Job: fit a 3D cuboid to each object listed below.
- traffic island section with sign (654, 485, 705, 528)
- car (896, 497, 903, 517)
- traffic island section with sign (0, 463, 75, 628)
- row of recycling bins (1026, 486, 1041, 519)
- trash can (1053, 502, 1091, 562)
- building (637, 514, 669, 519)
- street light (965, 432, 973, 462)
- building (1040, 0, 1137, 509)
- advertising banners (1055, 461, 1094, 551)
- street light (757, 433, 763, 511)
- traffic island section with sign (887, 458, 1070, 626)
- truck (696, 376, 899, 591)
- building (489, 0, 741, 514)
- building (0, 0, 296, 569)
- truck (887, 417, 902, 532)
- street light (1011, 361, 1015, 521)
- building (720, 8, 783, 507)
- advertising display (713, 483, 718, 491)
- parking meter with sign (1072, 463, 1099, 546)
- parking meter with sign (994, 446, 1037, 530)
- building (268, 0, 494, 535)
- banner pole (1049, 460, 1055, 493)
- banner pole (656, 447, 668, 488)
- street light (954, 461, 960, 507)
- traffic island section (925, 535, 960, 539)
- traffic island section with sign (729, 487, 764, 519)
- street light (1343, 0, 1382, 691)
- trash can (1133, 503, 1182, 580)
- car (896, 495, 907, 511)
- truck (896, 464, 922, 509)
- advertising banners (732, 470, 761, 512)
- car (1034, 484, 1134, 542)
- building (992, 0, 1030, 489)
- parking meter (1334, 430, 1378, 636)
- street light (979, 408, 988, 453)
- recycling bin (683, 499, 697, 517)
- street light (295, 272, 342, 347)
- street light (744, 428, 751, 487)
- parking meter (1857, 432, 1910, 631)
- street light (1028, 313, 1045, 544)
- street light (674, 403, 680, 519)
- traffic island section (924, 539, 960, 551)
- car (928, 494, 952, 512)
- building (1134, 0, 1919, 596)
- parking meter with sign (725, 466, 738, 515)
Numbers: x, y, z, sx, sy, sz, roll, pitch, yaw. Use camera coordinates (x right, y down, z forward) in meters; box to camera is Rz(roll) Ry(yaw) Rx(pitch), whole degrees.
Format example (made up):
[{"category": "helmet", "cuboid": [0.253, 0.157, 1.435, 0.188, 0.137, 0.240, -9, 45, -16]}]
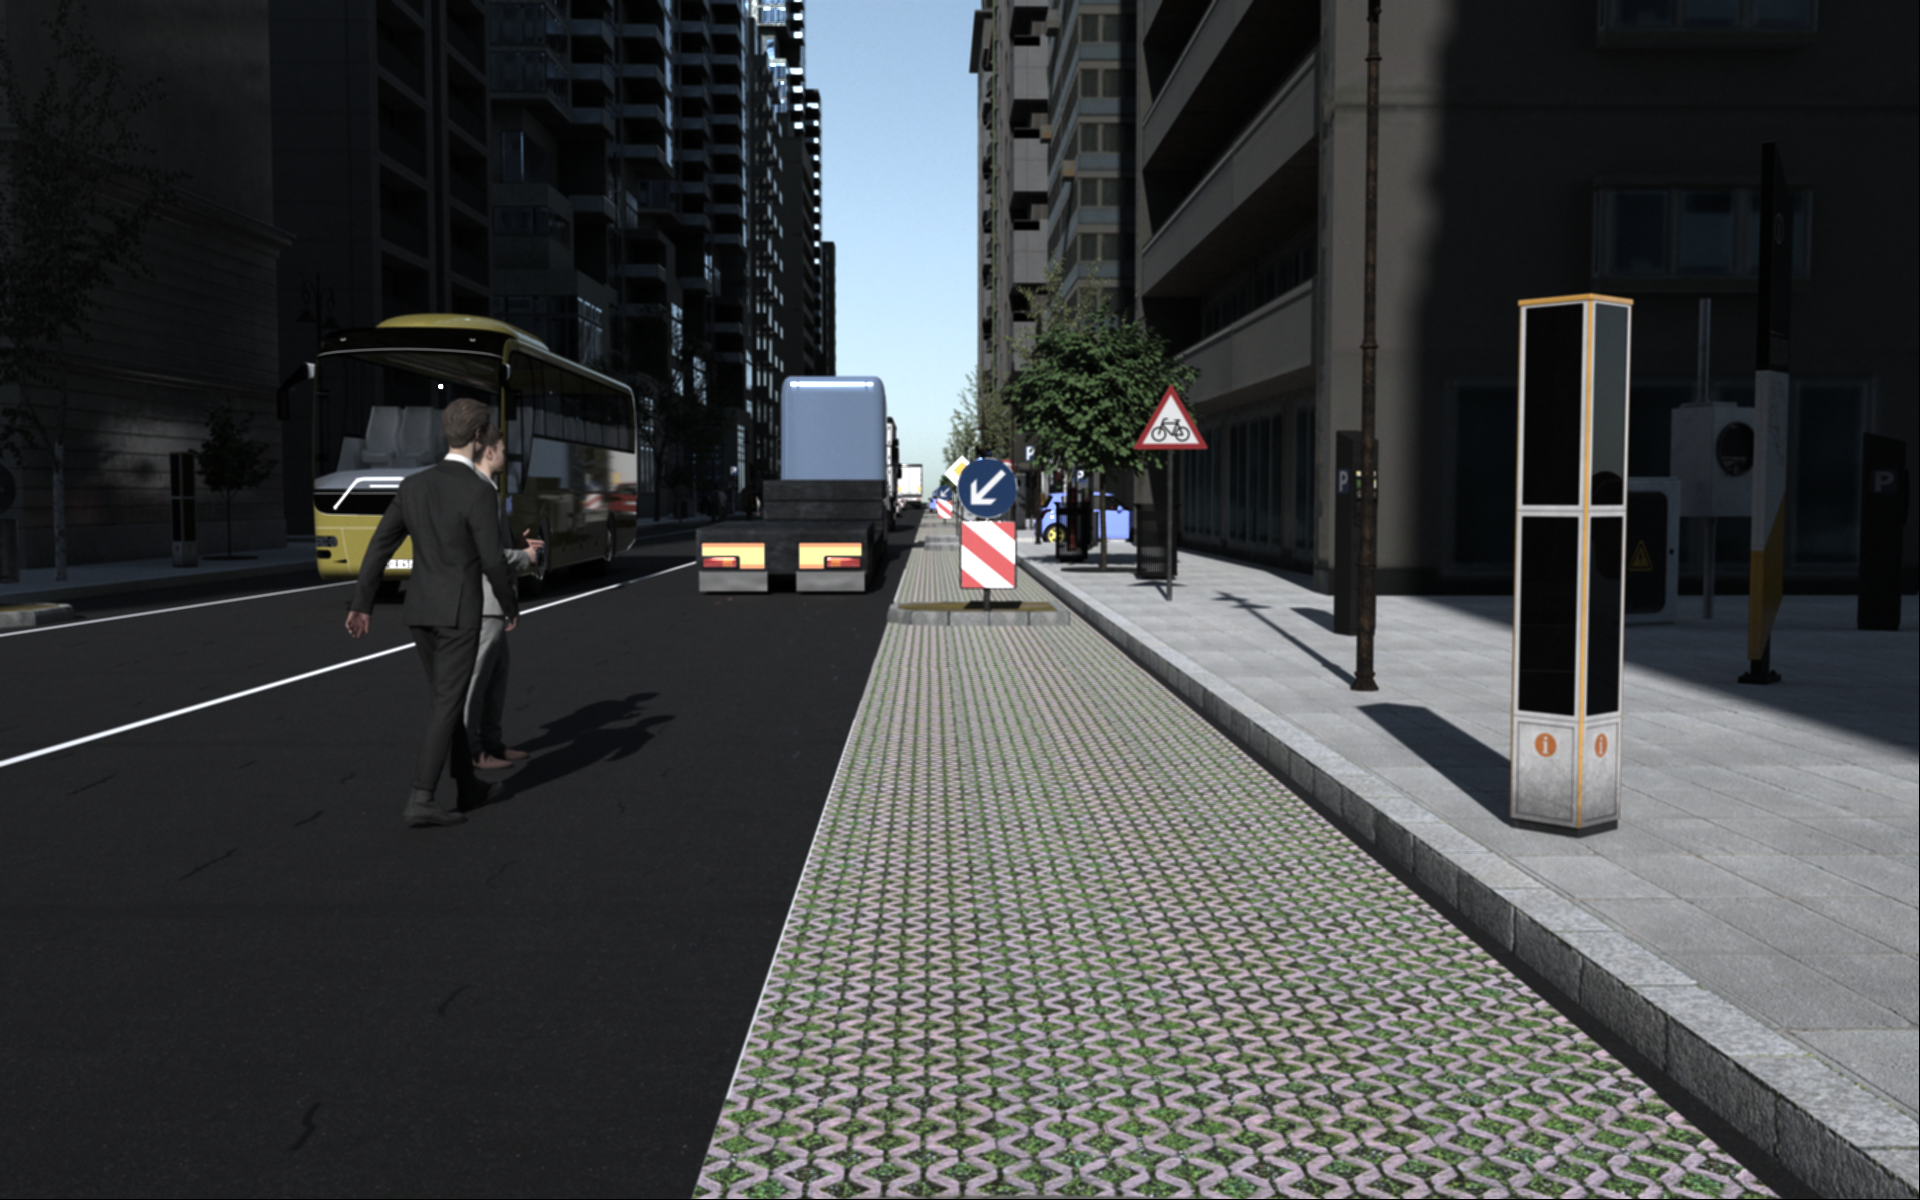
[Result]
[{"category": "traffic island section with sign", "cuboid": [-12.030, -4.031, 74.543, 1.989, 1.847, 2.006, 0, 4, -1]}, {"category": "car", "cuboid": [-4.583, -5.829, 107.658, 2.083, 1.381, 4.827, 0, 4, 0]}, {"category": "traffic island section with sign", "cuboid": [-11.086, -0.649, 19.243, 1.989, 1.847, 2.006, 0, 4, -1]}, {"category": "row of recycling bins", "cuboid": [2.848, -5.070, 90.004, 3.534, 1.692, 1.069, 1, 4, 18]}, {"category": "trash can", "cuboid": [2.111, -1.286, 32.686, 0.748, 1.137, 0.748, 0, 3, 0]}, {"category": "building", "cuboid": [-28.264, -48.359, 103.335, 22.319, 86.520, 31.000, 0, 4, -1]}, {"category": "street light", "cuboid": [0.828, -9.387, 126.262, 0.468, 5.910, 1.993, 0, 4, -1]}, {"category": "building", "cuboid": [15.797, -23.156, 70.490, 23.993, 40.220, 32.217, 0, 4, -1]}, {"category": "advertising banners", "cuboid": [2.534, -2.613, 38.916, 0.090, 3.025, 2.074, 2, 4, 29]}, {"category": "street light", "cuboid": [-14.909, -9.564, 129.157, 0.468, 5.910, 1.993, 0, 4, -1]}, {"category": "traffic island section with sign", "cuboid": [0.180, -0.672, 19.616, 1.989, 1.847, 2.006, 0, 4, -1]}, {"category": "truck", "cuboid": [-2.755, -2.690, 33.748, 2.967, 4.110, 18.799, 0, 4, -1]}, {"category": "building", "cuboid": [-27.935, -50.659, 140.954, 22.319, 86.520, 31.000, 0, 4, -1]}, {"category": "building", "cuboid": [-32.927, -13.219, 35.217, 34.723, 24.649, 14.460, 0, 4, -1]}, {"category": "truck", "cuboid": [-3.784, -4.868, 68.508, 2.839, 4.237, 11.283, 0, 4, -1]}, {"category": "street light", "cuboid": [1.831, -5.342, 60.126, 0.468, 5.910, 1.993, 0, 4, -1]}, {"category": "building", "cuboid": [-29.569, -33.865, 173.302, 23.786, 49.044, 30.456, 0, 4, -1]}, {"category": "advertising display", "cuboid": [-14.723, -6.073, 104.506, 0.123, 1.923, 0.974, -1, 4, -19]}, {"category": "parking meter with sign", "cuboid": [2.987, -2.787, 41.832, 0.543, 3.016, 1.738, 1, 4, 16]}, {"category": "parking meter with sign", "cuboid": [1.957, -4.022, 62.019, 1.738, 3.016, 0.543, -3, 5, -42]}, {"category": "building", "cuboid": [-26.332, -38.155, 62.091, 20.563, 71.187, 20.611, 0, 4, -1]}, {"category": "banner pole", "cuboid": [5.074, -6.601, 97.944, 0.863, 3.779, 0.401, 1, 4, 14]}, {"category": "banner pole", "cuboid": [-15.819, -6.220, 91.711, 0.863, 3.779, 0.401, -3, 5, -43]}, {"category": "street light", "cuboid": [-0.068, -12.118, 170.910, 0.468, 5.910, 1.993, 0, 4, -1]}, {"category": "traffic island section", "cuboid": [-0.058, -1.862, 52.727, 2.009, 0.180, 2.903, 0, 4, -1]}, {"category": "traffic island section with sign", "cuboid": [-12.473, -5.680, 101.494, 1.989, 1.847, 2.006, 0, 4, -1]}, {"category": "street light", "cuboid": [2.651, -2.348, 11.171, 0.468, 5.910, 1.993, 0, 4, -1]}, {"category": "trash can", "cuboid": [2.959, -0.878, 26.006, 0.748, 1.137, 0.748, 0, 3, 0]}, {"category": "car", "cuboid": [-5.641, -8.452, 150.558, 2.083, 1.381, 4.827, 0, 4, 1]}, {"category": "truck", "cuboid": [-5.013, -11.016, 169.018, 2.839, 4.237, 11.283, 0, 4, -2]}, {"category": "advertising banners", "cuboid": [-15.240, -7.775, 123.308, 2.074, 3.025, 0.090, 0, 4, 0]}, {"category": "car", "cuboid": [3.900, -2.363, 48.221, 3.694, 1.707, 1.945, 0, 4, -1]}, {"category": "building", "cuboid": [9.539, -27.785, 137.878, 14.154, 41.232, 14.086, 0, 4, -1]}, {"category": "parking meter", "cuboid": [3.606, -0.615, 15.767, 0.255, 1.863, 0.399, -1, 4, -15]}, {"category": "street light", "cuboid": [1.251, -7.364, 93.193, 0.468, 5.910, 1.993, 0, 4, -1]}, {"category": "recycling bin", "cuboid": [-15.239, -5.203, 97.629, 0.722, 1.027, 0.722, 0, 4, -4]}, {"category": "street light", "cuboid": [-13.345, -3.877, 36.178, 0.468, 5.910, 1.993, 0, 4, -1]}, {"category": "street light", "cuboid": [-14.896, -9.069, 121.071, 0.468, 5.910, 1.993, 0, 4, -1]}, {"category": "parking meter", "cuboid": [8.705, -0.648, 16.311, 0.399, 1.863, 0.255, 2, 4, 29]}, {"category": "street light", "cuboid": [2.004, -4.374, 44.297, 0.468, 5.910, 1.993, 0, 4, -1]}, {"category": "street light", "cuboid": [-14.258, -7.007, 87.349, 0.468, 5.910, 1.993, 0, 4, -1]}, {"category": "traffic island section", "cuboid": [0.078, -1.374, 44.743, 2.009, 0.180, 2.903, 0, 4, -1]}, {"category": "car", "cuboid": [-1.572, -7.853, 137.990, 1.945, 1.707, 3.694, 0, 4, -1]}, {"category": "building", "cuboid": [15.118, -24.913, 31.036, 21.300, 48.544, 21.600, 0, 4, -1]}, {"category": "parking meter with sign", "cuboid": [-14.370, -6.843, 108.142, 0.543, 3.016, 1.738, 1, 4, 8]}]
